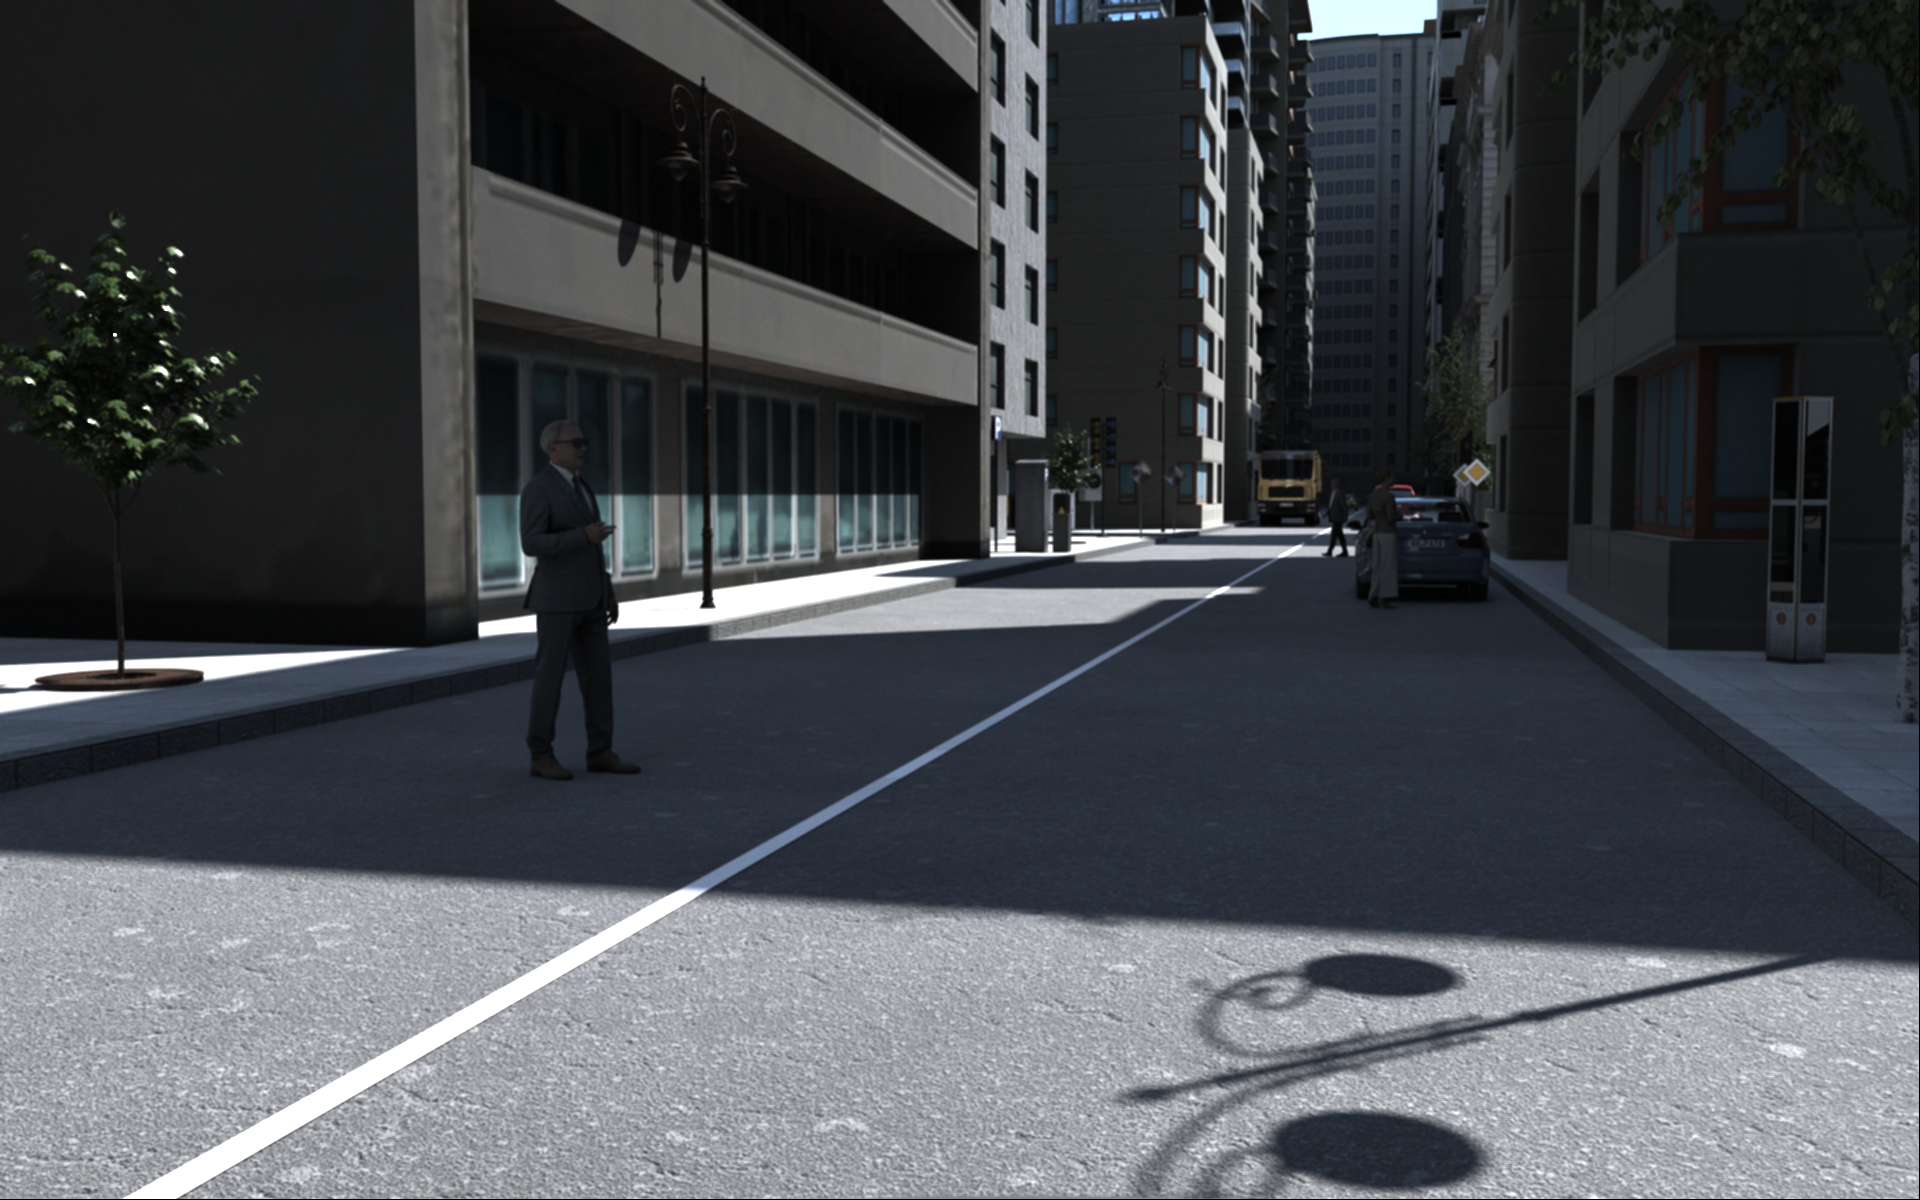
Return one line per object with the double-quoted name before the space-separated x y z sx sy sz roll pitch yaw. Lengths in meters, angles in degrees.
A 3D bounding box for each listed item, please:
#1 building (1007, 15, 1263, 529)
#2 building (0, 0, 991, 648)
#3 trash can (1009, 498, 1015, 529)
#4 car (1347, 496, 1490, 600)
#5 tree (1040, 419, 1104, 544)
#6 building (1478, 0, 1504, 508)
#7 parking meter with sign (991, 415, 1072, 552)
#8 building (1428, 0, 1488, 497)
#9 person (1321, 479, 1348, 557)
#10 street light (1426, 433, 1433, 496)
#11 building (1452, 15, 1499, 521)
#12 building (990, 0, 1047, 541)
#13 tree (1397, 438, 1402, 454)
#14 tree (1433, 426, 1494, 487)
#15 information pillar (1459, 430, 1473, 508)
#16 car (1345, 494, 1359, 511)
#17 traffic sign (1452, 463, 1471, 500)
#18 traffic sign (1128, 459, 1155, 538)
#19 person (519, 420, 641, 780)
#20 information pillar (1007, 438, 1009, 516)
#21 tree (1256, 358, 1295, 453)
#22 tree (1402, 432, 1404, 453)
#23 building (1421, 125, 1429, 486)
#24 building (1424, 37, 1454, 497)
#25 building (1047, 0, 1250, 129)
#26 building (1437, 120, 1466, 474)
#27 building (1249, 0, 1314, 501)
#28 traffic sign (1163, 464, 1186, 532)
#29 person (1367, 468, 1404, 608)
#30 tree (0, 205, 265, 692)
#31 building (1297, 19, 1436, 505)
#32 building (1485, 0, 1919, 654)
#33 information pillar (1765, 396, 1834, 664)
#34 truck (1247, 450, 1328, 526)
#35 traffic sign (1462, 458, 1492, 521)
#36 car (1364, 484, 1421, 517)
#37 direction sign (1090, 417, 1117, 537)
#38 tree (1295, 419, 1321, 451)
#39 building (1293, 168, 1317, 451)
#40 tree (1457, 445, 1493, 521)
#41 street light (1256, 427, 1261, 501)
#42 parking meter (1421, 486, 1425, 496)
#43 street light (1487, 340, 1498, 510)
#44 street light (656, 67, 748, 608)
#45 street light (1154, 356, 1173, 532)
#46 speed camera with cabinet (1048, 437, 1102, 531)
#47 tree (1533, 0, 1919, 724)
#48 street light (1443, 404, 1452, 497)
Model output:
"building" -1.083 -14.377 80.108 27.650 21.520 28.899 1 4 14
"building" -12.261 -24.588 25.715 21.300 48.544 21.600 1 4 14
"trash can" 2.184 -3.199 63.955 0.748 1.137 0.748 0 3 0
"car" 6.564 -0.783 24.804 2.014 1.417 4.499 1 4 13
"tree" 2.901 -3.072 44.832 1.663 3.219 1.824 0 3 0
"building" 28.546 -13.570 58.027 21.152 22.565 11.583 1 4 14
"parking meter with sign" 1.596 -2.574 38.343 1.738 3.016 0.543 1 4 17
"building" 55.135 -34.302 150.077 28.713 52.752 27.495 1 4 14
"person" 8.527 -1.871 39.488 0.834 1.777 0.661 -2 4 -24
"street light" 34.655 -9.486 127.888 0.468 5.910 1.993 1 4 14
"building" 33.579 -18.635 92.064 14.401 28.519 23.554 1 4 14
"building" -5.231 -16.794 46.288 14.107 30.474 14.160 1 4 14
"tree" 35.872 -11.160 132.833 4.737 8.622 4.395 0 3 0
"tree" 23.406 -5.854 79.431 4.285 4.588 4.351 0 3 0
"information pillar" 18.631 -4.430 63.791 0.183 3.616 0.504 -3 5 -40
"car" 33.887 -8.635 151.403 2.015 1.641 3.980 1 4 15
"traffic sign" 16.254 -3.191 55.816 0.795 2.450 0.064 1 4 14
"traffic sign" 5.262 -2.856 50.334 0.795 2.450 0.064 1 4 14
"person" -1.902 -0.003 8.731 0.590 1.801 0.661 1 4 21
"information pillar" 1.498 -4.193 59.906 0.183 3.616 0.504 3 5 39
"tree" 15.565 -8.770 93.747 4.360 8.622 3.978 0 3 0
"tree" 21.730 -7.604 74.684 4.737 8.622 4.395 0 3 0
"building" 58.999 -31.172 193.264 14.154 41.232 14.086 1 4 14
"building" 58.363 -33.707 174.819 21.300 48.544 21.600 1 4 14
"building" 9.039 -49.050 114.644 22.319 86.520 31.000 1 4 14
"building" 39.568 -19.667 115.063 14.314 27.812 24.014 1 4 14
"building" 18.238 -30.117 147.041 22.147 44.769 28.867 1 4 14
"traffic sign" 7.191 -3.330 58.083 0.795 2.450 0.064 1 4 14
"person" 5.350 -0.773 21.696 0.362 1.759 0.519 -1 4 -21
"tree" -5.558 -1.045 11.687 1.663 3.219 1.824 0 3 0
"building" 51.158 -41.506 220.614 28.212 58.520 21.231 1 4 14
"building" 22.733 -10.963 24.289 27.650 21.520 28.899 1 4 14
"information pillar" 6.382 -0.531 13.173 0.304 2.012 0.304 -1 4 -19
"truck" 15.103 -5.091 79.156 3.469 3.379 9.791 1 4 13
"traffic sign" 14.326 -2.717 48.066 0.795 2.450 0.064 1 4 14
"car" 17.567 -3.772 70.353 2.281 1.827 5.304 1 4 12
"direction sign" 4.248 -3.634 51.406 0.876 3.537 0.379 2 4 35
"tree" 32.379 -13.151 165.378 4.360 8.622 3.978 0 3 0
"building" 27.155 -30.612 192.393 23.993 40.220 32.217 1 4 14
"tree" 20.703 -4.525 68.593 1.663 3.219 1.824 0 3 0
"street light" 17.141 -7.765 99.738 0.468 5.910 1.993 1 4 14
"parking meter" 33.143 -7.234 123.985 0.255 1.863 0.399 0 4 8
"street light" 14.703 -4.572 47.537 0.468 5.910 1.993 1 4 14
"street light" -2.840 -2.847 19.334 0.468 5.910 1.993 1 4 14
"street light" 6.862 -5.233 58.344 0.468 5.910 1.993 1 4 14
"speed camera with cabinet" 3.919 -4.019 60.039 2.038 3.252 0.660 -1 4 -22
"tree" 5.108 -3.616 9.482 4.737 8.622 4.395 0 3 0
"street light" 24.261 -6.931 86.107 0.468 5.910 1.993 1 4 14
